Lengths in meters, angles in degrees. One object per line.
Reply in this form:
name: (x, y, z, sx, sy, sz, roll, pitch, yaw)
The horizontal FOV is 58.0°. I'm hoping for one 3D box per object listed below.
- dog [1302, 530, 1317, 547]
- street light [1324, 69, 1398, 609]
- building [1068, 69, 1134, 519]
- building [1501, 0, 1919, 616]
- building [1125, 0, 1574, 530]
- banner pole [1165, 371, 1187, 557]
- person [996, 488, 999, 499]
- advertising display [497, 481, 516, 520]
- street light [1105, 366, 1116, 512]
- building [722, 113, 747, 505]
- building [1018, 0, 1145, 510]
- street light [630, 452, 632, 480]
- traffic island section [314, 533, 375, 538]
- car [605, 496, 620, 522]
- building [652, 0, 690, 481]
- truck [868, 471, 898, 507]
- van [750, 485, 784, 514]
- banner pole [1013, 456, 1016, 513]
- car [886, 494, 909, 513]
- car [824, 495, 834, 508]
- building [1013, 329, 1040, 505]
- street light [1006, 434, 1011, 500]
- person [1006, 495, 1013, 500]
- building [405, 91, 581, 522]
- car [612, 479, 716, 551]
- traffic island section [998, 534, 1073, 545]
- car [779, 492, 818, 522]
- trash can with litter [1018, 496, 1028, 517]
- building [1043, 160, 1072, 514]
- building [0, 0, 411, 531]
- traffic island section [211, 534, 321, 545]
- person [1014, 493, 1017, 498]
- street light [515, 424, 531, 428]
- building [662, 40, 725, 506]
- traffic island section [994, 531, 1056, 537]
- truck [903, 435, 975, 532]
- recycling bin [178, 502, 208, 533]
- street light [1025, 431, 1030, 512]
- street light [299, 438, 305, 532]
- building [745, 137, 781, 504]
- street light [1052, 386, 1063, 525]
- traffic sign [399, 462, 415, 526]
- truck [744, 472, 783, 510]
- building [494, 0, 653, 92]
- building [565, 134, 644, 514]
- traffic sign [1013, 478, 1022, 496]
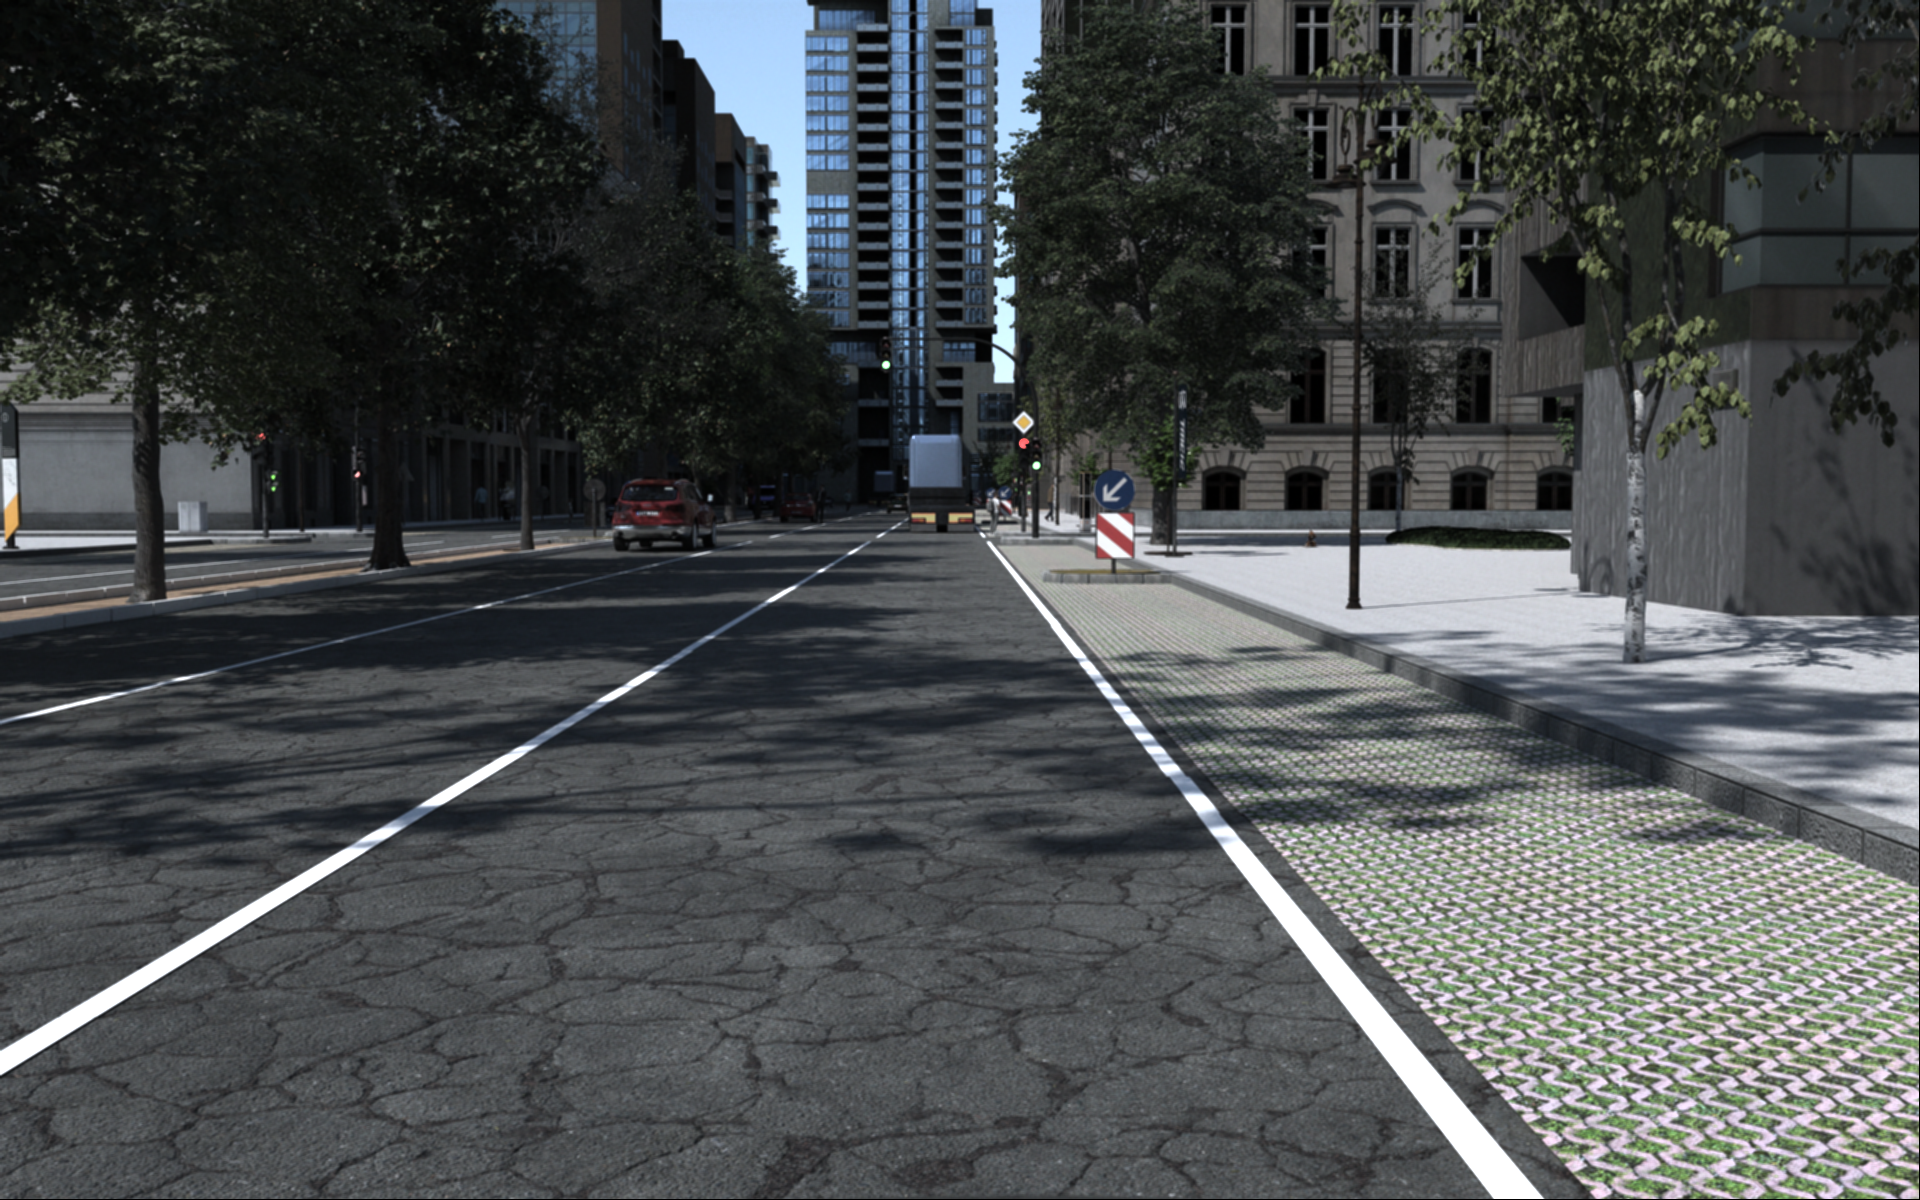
dog: (8.443, -1.484, 42.007, 0.748, 0.427, 0.550, -3, 5, -39)
street light: (4.412, -2.840, 19.217, 0.468, 5.910, 1.993, 0, 4, 0)
building: (12.638, -18.265, 95.904, 12.463, 27.353, 25.104, 0, 4, 0)
building: (15.198, -15.439, 24.129, 14.160, 30.474, 14.107, 0, 4, 0)
building: (24.197, -15.142, 66.657, 34.723, 24.649, 14.460, 0, 4, 0)
banner pole: (4.431, -2.751, 34.991, 0.401, 3.779, 0.863, -1, 4, -14)
person: (3.330, -9.137, 155.065, 0.705, 1.869, 1.348, 0, 4, 2)
advertising display: (-22.129, -4.851, 84.529, 0.123, 1.923, 0.974, 3, 5, 40)
street light: (4.324, -4.712, 49.830, 0.468, 5.910, 1.993, 0, 4, 0)
building: (-32.410, -33.631, 199.970, 14.200, 45.320, 14.600, 0, 4, 0)
building: (16.300, -44.556, 166.742, 20.563, 71.187, 20.611, 0, 4, 0)
street light: (-22.698, -8.974, 119.517, 0.468, 5.910, 1.993, 0, 4, 0)
traffic island section: (-20.270, -2.210, 58.416, 2.009, 0.180, 2.903, 0, 4, 0)
car: (-17.430, -4.693, 89.317, 1.945, 1.354, 3.894, 0, 3, 0)
building: (-35.600, -43.927, 156.464, 20.563, 71.187, 20.611, 0, 4, 0)
truck: (-8.762, -12.586, 195.533, 2.967, 4.110, 18.799, 0, 4, 0)
van: (-13.954, -7.441, 126.039, 2.240, 2.365, 5.245, 0, 4, -1)
banner pole: (3.607, -7.626, 114.706, 0.401, 3.779, 0.863, 1, 4, 14)
car: (-4.591, -7.325, 129.552, 2.009, 1.686, 4.222, 0, 4, 0)
car: (-13.948, -10.162, 178.728, 1.945, 1.354, 3.894, 0, 4, -1)
building: (20.232, -21.281, 192.991, 27.650, 21.520, 28.899, 0, 4, 0)
street light: (3.712, -9.813, 133.237, 0.468, 5.910, 1.993, 0, 4, 0)
person: (4.152, -8.885, 151.452, 1.348, 1.807, 0.705, 3, 4, 39)
building: (-34.279, -17.793, 95.430, 19.350, 26.468, 34.151, 0, 4, 0)
car: (-7.626, -2.219, 44.957, 2.281, 1.827, 5.304, 0, 4, 1)
traffic island section: (2.219, -1.730, 50.560, 2.009, 0.180, 2.903, 0, 4, 0)
car: (-8.328, -4.936, 89.740, 2.155, 1.783, 4.494, 0, 4, -2)
trash can with litter: (3.648, -5.308, 98.165, 0.624, 1.170, 1.055, -1, 4, -15)
building: (13.137, -20.411, 121.102, 14.401, 28.519, 23.554, 0, 4, 0)
building: (-29.482, -13.439, 68.873, 9.793, 20.994, 18.267, 0, 4, 0)
traffic island section: (-20.222, -1.722, 50.431, 2.009, 0.180, 2.903, 0, 4, 0)
person: (5.476, -10.187, 175.832, 0.697, 1.427, 0.421, 1, 4, 15)
street light: (-22.409, -7.109, 89.015, 0.468, 5.910, 1.993, 0, 4, 0)
building: (-32.541, -32.138, 175.561, 14.600, 45.320, 14.200, 0, 4, 0)
traffic island section: (2.171, -2.218, 58.545, 2.009, 0.180, 2.903, 0, 4, 0)
truck: (-0.932, -5.082, 72.853, 2.967, 4.110, 18.799, 0, 4, -2)
recycling bin: (-25.595, -2.768, 57.816, 0.722, 1.027, 0.722, 0, 4, -6)
street light: (3.906, -7.909, 102.093, 0.468, 5.910, 1.993, 0, 4, 0)
street light: (-22.290, -5.243, 58.513, 0.468, 5.910, 1.993, 0, 4, 0)
building: (-38.917, -37.322, 229.816, 30.456, 49.044, 23.786, 0, 4, 0)
street light: (4.043, -6.041, 71.560, 0.468, 5.910, 1.993, 0, 4, 0)
traffic sign: (-22.176, -4.221, 69.010, 0.884, 2.594, 0.081, 0, 3, 0)
truck: (-17.876, -10.387, 158.739, 2.839, 4.237, 11.283, 0, 4, -1)
building: (-32.753, -29.956, 139.898, 14.600, 45.320, 14.200, 0, 4, 0)
building: (-30.358, -18.660, 123.120, 12.078, 24.808, 19.932, 0, 4, 0)
traffic sign: (3.871, -6.909, 113.067, 0.768, 2.556, 0.104, 0, 4, 8)
